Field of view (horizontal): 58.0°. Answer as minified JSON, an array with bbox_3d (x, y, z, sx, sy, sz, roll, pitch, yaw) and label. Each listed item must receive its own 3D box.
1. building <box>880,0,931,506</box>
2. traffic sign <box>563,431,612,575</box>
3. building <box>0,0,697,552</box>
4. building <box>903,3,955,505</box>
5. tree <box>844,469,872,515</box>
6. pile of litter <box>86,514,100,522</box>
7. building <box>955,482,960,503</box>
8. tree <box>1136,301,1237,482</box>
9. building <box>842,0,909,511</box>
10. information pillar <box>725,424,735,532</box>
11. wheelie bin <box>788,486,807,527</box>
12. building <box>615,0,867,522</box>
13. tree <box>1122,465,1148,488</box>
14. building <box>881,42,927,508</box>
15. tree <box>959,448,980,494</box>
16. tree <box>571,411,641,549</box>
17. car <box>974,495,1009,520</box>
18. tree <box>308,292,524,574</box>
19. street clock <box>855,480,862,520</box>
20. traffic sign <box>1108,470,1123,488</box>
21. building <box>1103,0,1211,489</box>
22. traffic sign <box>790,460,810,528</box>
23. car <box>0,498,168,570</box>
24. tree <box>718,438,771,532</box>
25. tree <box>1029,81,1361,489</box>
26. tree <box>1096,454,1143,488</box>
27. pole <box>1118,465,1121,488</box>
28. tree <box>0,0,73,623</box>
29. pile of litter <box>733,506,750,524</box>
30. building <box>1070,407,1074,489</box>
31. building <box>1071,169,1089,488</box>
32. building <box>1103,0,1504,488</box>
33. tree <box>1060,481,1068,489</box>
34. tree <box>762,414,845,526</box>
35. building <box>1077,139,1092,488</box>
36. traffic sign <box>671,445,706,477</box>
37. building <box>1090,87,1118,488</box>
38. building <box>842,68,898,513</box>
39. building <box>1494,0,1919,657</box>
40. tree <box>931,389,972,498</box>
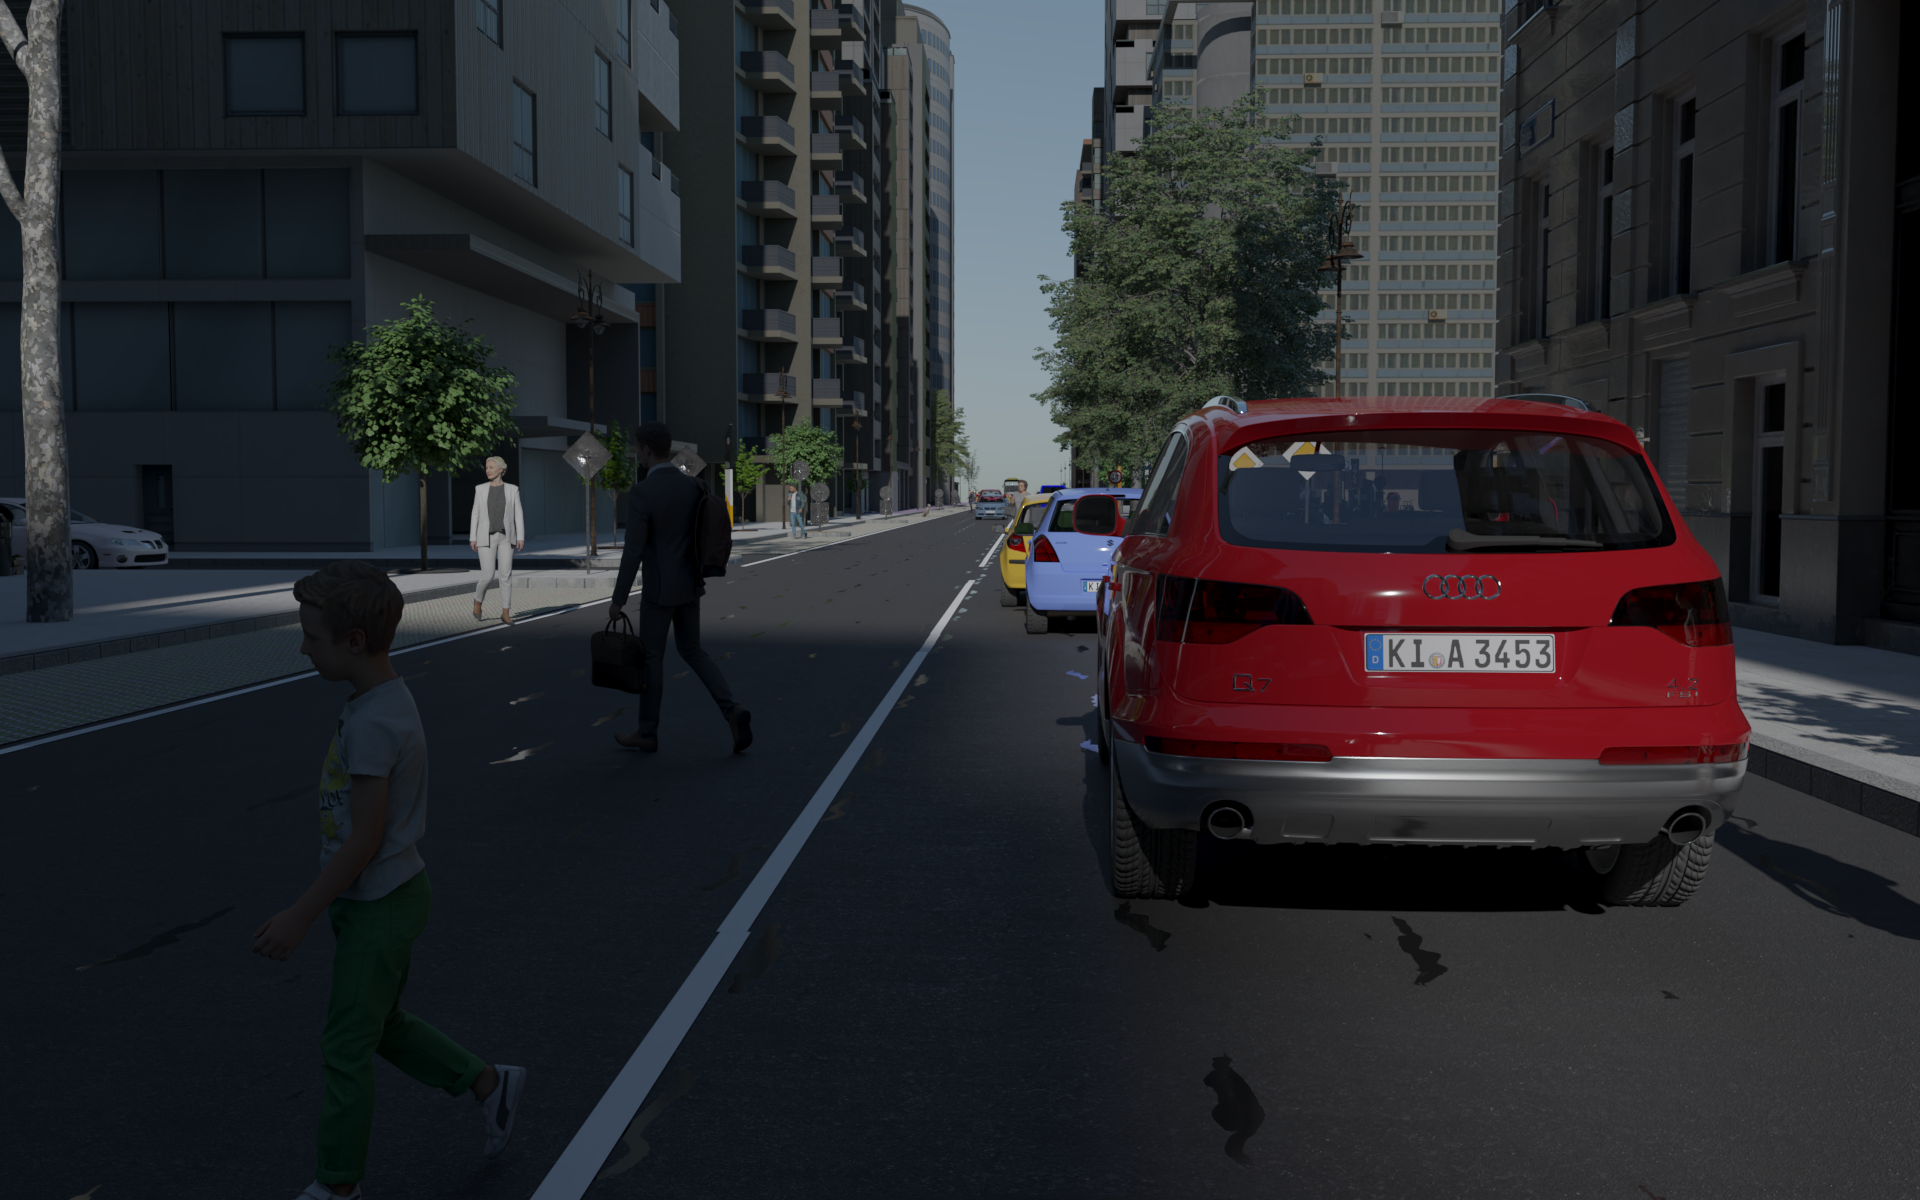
[{"bbox_3d":[-14.156,-33.460,170.780,21.300,48.544,21.600,0,4,2],"label":"building"},{"bbox_3d":[-5.920,-1.462,27.544,0.795,2.450,0.064,0,4,2],"label":"traffic sign"},{"bbox_3d":[-23.573,-28.137,49.286,28.713,52.752,27.495,0,4,2],"label":"building"},{"bbox_3d":[-11.789,-40.775,208.676,21.231,58.520,28.212,0,4,2],"label":"building"},{"bbox_3d":[-6.566,-6.980,108.729,1.663,3.219,1.824,0,3,0],"label":"tree"},{"bbox_3d":[-18.199,-1.345,35.958,1.719,0.858,1.176,0,4,0],"label":"pile of litter"},{"bbox_3d":[-16.413,-34.117,249.700,32.217,40.220,23.993,0,4,2],"label":"building"},{"bbox_3d":[8.317,-6.962,64.188,4.360,8.622,3.978,0,3,0],"label":"tree"},{"bbox_3d":[-14.551,-42.612,134.950,20.563,71.187,20.611,0,4,2],"label":"building"},{"bbox_3d":[-7.779,-4.096,58.328,0.183,3.616,0.504,-2,4,-28],"label":"information pillar"},{"bbox_3d":[-6.390,-3.674,67.978,0.693,1.594,0.980,0,4,4],"label":"wheelie bin"},{"bbox_3d":[-16.655,-26.683,90.894,22.147,44.769,28.867,0,4,2],"label":"building"},{"bbox_3d":[9.796,-6.323,97.979,1.663,3.219,1.824,0,3,0],"label":"tree"},{"bbox_3d":[-10.430,-28.711,153.027,14.154,41.232,14.086,0,4,2],"label":"building"},{"bbox_3d":[1.471,-19.379,267.203,4.360,8.622,3.978,0,3,0],"label":"tree"},{"bbox_3d":[-8.047,-2.821,40.721,1.663,3.219,1.824,0,3,0],"label":"tree"},{"bbox_3d":[1.792,-5.224,97.412,2.014,1.417,4.499,0,4,4],"label":"car"},{"bbox_3d":[-8.890,-2.728,28.311,4.285,4.588,4.351,0,3,0],"label":"tree"},{"bbox_3d":[-5.097,-5.032,86.850,0.358,2.002,0.471,-1,4,-17],"label":"street clock"},{"bbox_3d":[8.112,-5.524,90.422,0.768,2.556,0.104,1,4,11],"label":"traffic sign"},{"bbox_3d":[26.882,-34.653,155.807,28.713,52.752,27.495,0,4,2],"label":"building"},{"bbox_3d":[-6.072,-4.007,65.626,0.768,2.556,0.104,0,4,4],"label":"traffic sign"},{"bbox_3d":[-16.682,-1.138,30.973,4.827,1.381,2.083,0,4,4],"label":"car"},{"bbox_3d":[-7.546,-3.983,59.723,1.663,3.219,1.824,0,3,0],"label":"tree"},{"bbox_3d":[7.500,-8.993,53.696,9.857,13.997,8.962,0,3,0],"label":"tree"},{"bbox_3d":[10.484,-7.784,110.978,4.285,4.588,4.351,0,3,0],"label":"tree"},{"bbox_3d":[9.852,-6.915,106.897,0.158,3.312,0.155,0,3,0],"label":"pole"},{"bbox_3d":[-10.189,-9.912,17.954,12.611,20.169,13.585,0,3,0],"label":"tree"},{"bbox_3d":[-9.791,-3.791,75.956,1.176,0.858,1.719,0,4,4],"label":"pile of litter"},{"bbox_3d":[30.423,-25.047,254.565,27.650,21.520,28.899,0,4,2],"label":"building"},{"bbox_3d":[22.345,-35.629,232.640,14.600,45.320,14.200,0,4,2],"label":"building"},{"bbox_3d":[27.145,-26.822,130.423,32.217,40.220,23.993,0,4,2],"label":"building"},{"bbox_3d":[15.843,-16.594,265.915,1.663,3.219,1.824,0,3,0],"label":"tree"},{"bbox_3d":[-6.372,-5.322,70.729,4.285,4.588,4.351,0,3,0],"label":"tree"},{"bbox_3d":[25.534,-33.985,210.282,22.147,44.769,28.867,0,4,2],"label":"building"},{"bbox_3d":[-5.594,-1.950,35.523,0.795,2.450,0.064,0,4,2],"label":"traffic sign"},{"bbox_3d":[20.390,-30.200,177.369,14.154,41.232,14.086,0,4,2],"label":"building"},{"bbox_3d":[-11.806,-21.205,118.405,14.160,30.474,14.107,0,4,2],"label":"building"},{"bbox_3d":[13.008,-13.180,12.755,12.463,27.353,25.104,0,4,2],"label":"building"},{"bbox_3d":[-2.480,-16.448,187.057,7.486,12.596,7.792,0,3,0],"label":"tree"}]
